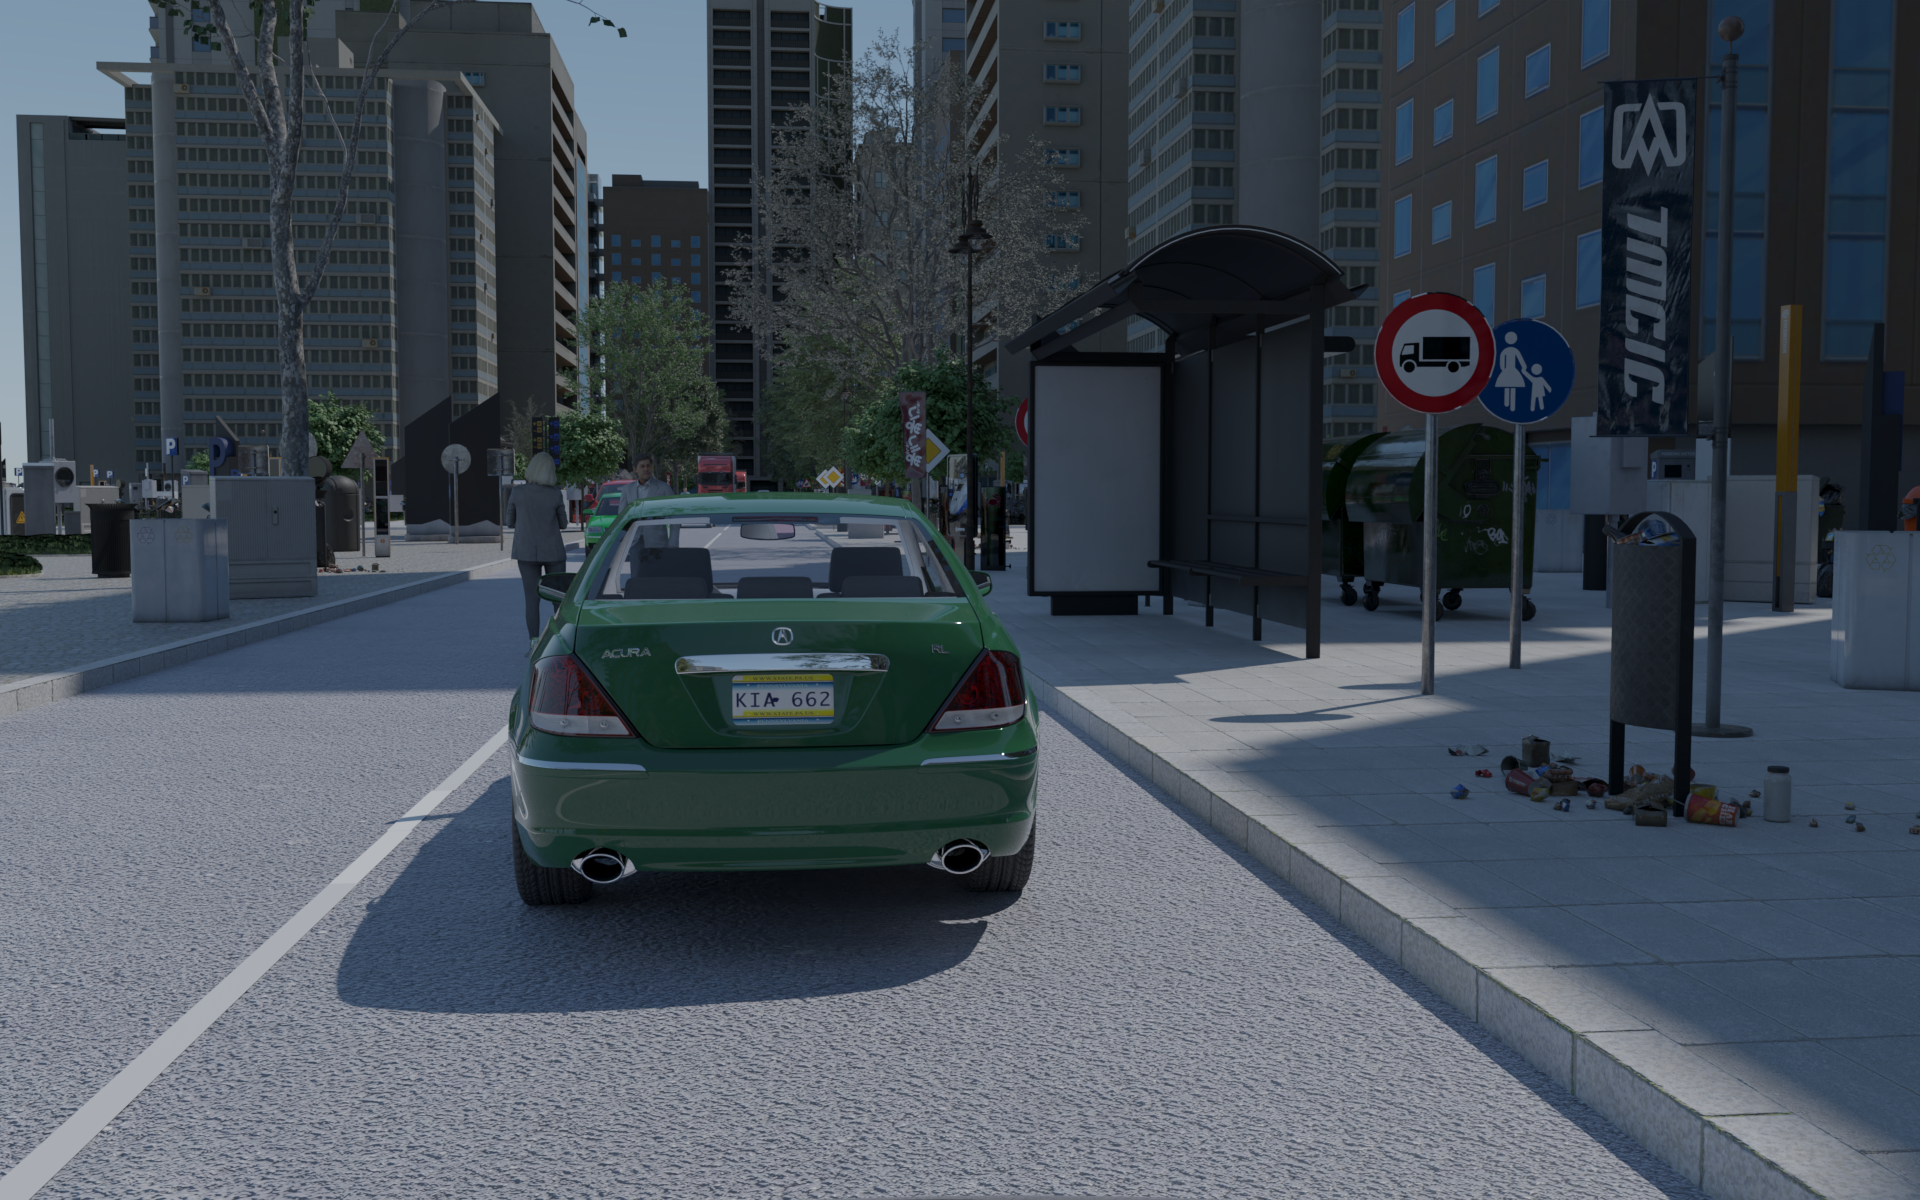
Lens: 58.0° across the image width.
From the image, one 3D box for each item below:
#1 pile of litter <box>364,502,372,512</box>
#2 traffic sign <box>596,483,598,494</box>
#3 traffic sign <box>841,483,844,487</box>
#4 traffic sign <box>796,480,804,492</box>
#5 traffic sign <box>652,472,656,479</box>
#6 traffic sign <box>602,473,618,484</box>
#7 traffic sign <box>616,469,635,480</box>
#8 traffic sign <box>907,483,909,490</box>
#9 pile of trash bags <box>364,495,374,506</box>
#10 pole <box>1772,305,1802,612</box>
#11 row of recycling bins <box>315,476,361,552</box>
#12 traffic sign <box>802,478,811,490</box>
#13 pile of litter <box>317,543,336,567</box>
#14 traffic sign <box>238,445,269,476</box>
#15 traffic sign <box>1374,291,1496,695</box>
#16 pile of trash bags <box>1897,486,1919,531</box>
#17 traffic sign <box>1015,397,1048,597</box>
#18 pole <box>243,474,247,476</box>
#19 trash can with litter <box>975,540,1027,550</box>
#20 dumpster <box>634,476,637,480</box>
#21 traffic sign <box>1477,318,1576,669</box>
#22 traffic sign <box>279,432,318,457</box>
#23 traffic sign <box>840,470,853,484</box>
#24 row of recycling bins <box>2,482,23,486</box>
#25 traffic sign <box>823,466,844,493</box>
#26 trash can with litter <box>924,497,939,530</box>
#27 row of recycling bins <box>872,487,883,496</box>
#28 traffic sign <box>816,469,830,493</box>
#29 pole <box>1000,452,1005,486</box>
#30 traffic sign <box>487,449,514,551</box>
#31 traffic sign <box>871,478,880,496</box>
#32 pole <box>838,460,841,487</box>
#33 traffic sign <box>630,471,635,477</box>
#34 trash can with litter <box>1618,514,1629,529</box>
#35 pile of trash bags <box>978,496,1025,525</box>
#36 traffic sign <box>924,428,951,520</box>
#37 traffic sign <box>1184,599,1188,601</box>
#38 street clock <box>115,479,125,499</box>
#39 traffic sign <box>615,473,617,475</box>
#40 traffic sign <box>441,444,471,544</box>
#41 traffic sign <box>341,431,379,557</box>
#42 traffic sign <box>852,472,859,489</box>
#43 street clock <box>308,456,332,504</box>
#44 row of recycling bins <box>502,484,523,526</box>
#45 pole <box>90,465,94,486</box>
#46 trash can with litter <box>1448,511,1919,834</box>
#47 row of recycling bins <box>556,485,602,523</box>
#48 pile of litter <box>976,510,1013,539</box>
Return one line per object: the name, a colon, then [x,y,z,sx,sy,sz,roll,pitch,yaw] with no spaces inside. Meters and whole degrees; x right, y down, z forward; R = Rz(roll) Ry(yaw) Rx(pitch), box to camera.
pile of litter: [-33.083,-5.072,96.894,1.176,0.858,1.719,-3,5,-44]
traffic sign: [-15.633,-4.562,74.698,0.768,2.556,0.104,0,4,-4]
traffic sign: [-6.755,-6.142,101.611,0.795,2.450,0.064,0,4,1]
traffic sign: [-13.121,-8.722,142.705,0.768,2.556,0.104,0,4,-3]
traffic sign: [-16.247,-5.565,90.991,0.884,2.594,0.081,0,4,-5]
traffic sign: [-12.487,-3.527,61.316,0.795,2.450,0.064,0,4,-6]
traffic sign: [-13.388,-4.013,69.251,0.795,2.450,0.064,0,4,-6]
traffic sign: [-1.880,-3.841,62.900,0.768,2.556,0.104,0,4,3]
pile of trash bags: [-45.072,-7.515,132.616,1.912,1.369,3.447,1,4,20]
pole: [8.981,-1.527,18.802,0.158,3.312,0.155,0,3,0]
row of recycling bins: [-14.534,-2.004,39.875,1.069,1.692,3.534,-2,4,-30]
traffic sign: [-12.272,-8.487,138.758,0.884,2.594,0.081,0,4,2]
pile of litter: [-11.636,-0.990,30.155,1.176,0.858,1.719,3,5,44]
traffic sign: [-14.822,-2.094,36.369,0.606,2.300,0.079,0,4,-6]
traffic sign: [2.995,-0.667,11.014,0.768,2.556,0.104,0,4,1]
pile of trash bags: [10.416,-0.388,16.097,1.912,1.369,3.447,-2,4,-30]
traffic sign: [1.058,-1.310,21.524,0.768,2.556,0.104,0,4,-6]
pole: [-36.499,-5.785,88.435,0.158,3.312,0.155,0,3,0]
trash can with litter: [0.836,-1.831,40.990,1.678,1.210,2.233,0,4,-4]
dumpster: [-17.504,-5.577,93.674,1.502,2.255,1.985,0,4,-7]
traffic sign: [4.082,-0.768,12.658,0.768,2.556,0.104,0,4,-1]
traffic sign: [-12.849,-2.050,33.628,0.768,2.556,0.104,0,4,3]
traffic sign: [-6.046,-5.608,91.802,0.768,2.556,0.104,0,4,-4]
row of recycling bins: [-32.606,-3.139,58.428,3.534,1.692,1.069,1,4,14]
traffic sign: [-4.541,-3.581,62.195,0.795,2.450,0.064,0,4,-6]
trash can with litter: [-1.106,-3.038,61.057,0.624,1.170,1.055,-1,4,-21]
row of recycling bins: [-6.189,-8.419,144.767,3.534,1.692,1.069,2,4,29]
traffic sign: [-5.443,-4.066,70.129,0.795,2.450,0.064,0,4,-6]
pole: [2.054,-5.479,83.429,0.158,3.312,0.155,0,3,0]
traffic sign: [-10.368,-2.264,39.139,0.606,2.300,0.079,0,4,0]
traffic sign: [-3.404,-4.272,71.038,0.795,2.450,0.064,0,4,3]
pole: [-6.998,-6.538,100.744,0.158,3.312,0.155,0,3,0]
traffic sign: [-17.852,-5.813,95.147,0.768,2.556,0.104,0,4,-3]
trash can with litter: [11.036,-1.072,28.910,1.055,1.170,0.624,-3,5,-43]
pile of trash bags: [2.646,-3.822,72.243,3.447,1.369,1.912,-1,4,-16]
traffic sign: [-0.560,-1.785,30.366,0.795,2.450,0.064,0,4,-4]
traffic sign: [2.737,-1.265,20.794,0.768,2.556,0.104,0,4,1]
street clock: [-40.131,-4.786,82.821,0.471,2.002,0.358,2,4,34]
traffic sign: [-20.467,-6.304,103.079,0.884,2.594,0.081,0,4,3]
traffic sign: [-12.811,-2.686,44.028,0.768,2.556,0.104,0,4,3]
traffic sign: [-12.245,-2.171,35.501,0.884,2.594,0.081,0,4,-2]
traffic sign: [-6.090,-6.008,98.338,0.768,2.556,0.104,0,4,-3]
street clock: [-12.245,-1.743,33.071,0.471,2.002,0.358,0,4,4]
row of recycling bins: [-18.097,-3.861,70.248,1.069,1.692,3.534,-2,4,-27]
pole: [-60.355,-7.747,120.511,0.158,3.312,0.155,0,3,0]
trash can with litter: [2.879,0.218,7.496,1.678,1.210,2.233,-1,4,-8]
row of recycling bins: [-16.592,-4.331,77.930,3.534,1.692,1.069,-2,4,-24]
pile of litter: [0.993,-2.207,50.046,1.176,0.858,1.719,1,4,10]
